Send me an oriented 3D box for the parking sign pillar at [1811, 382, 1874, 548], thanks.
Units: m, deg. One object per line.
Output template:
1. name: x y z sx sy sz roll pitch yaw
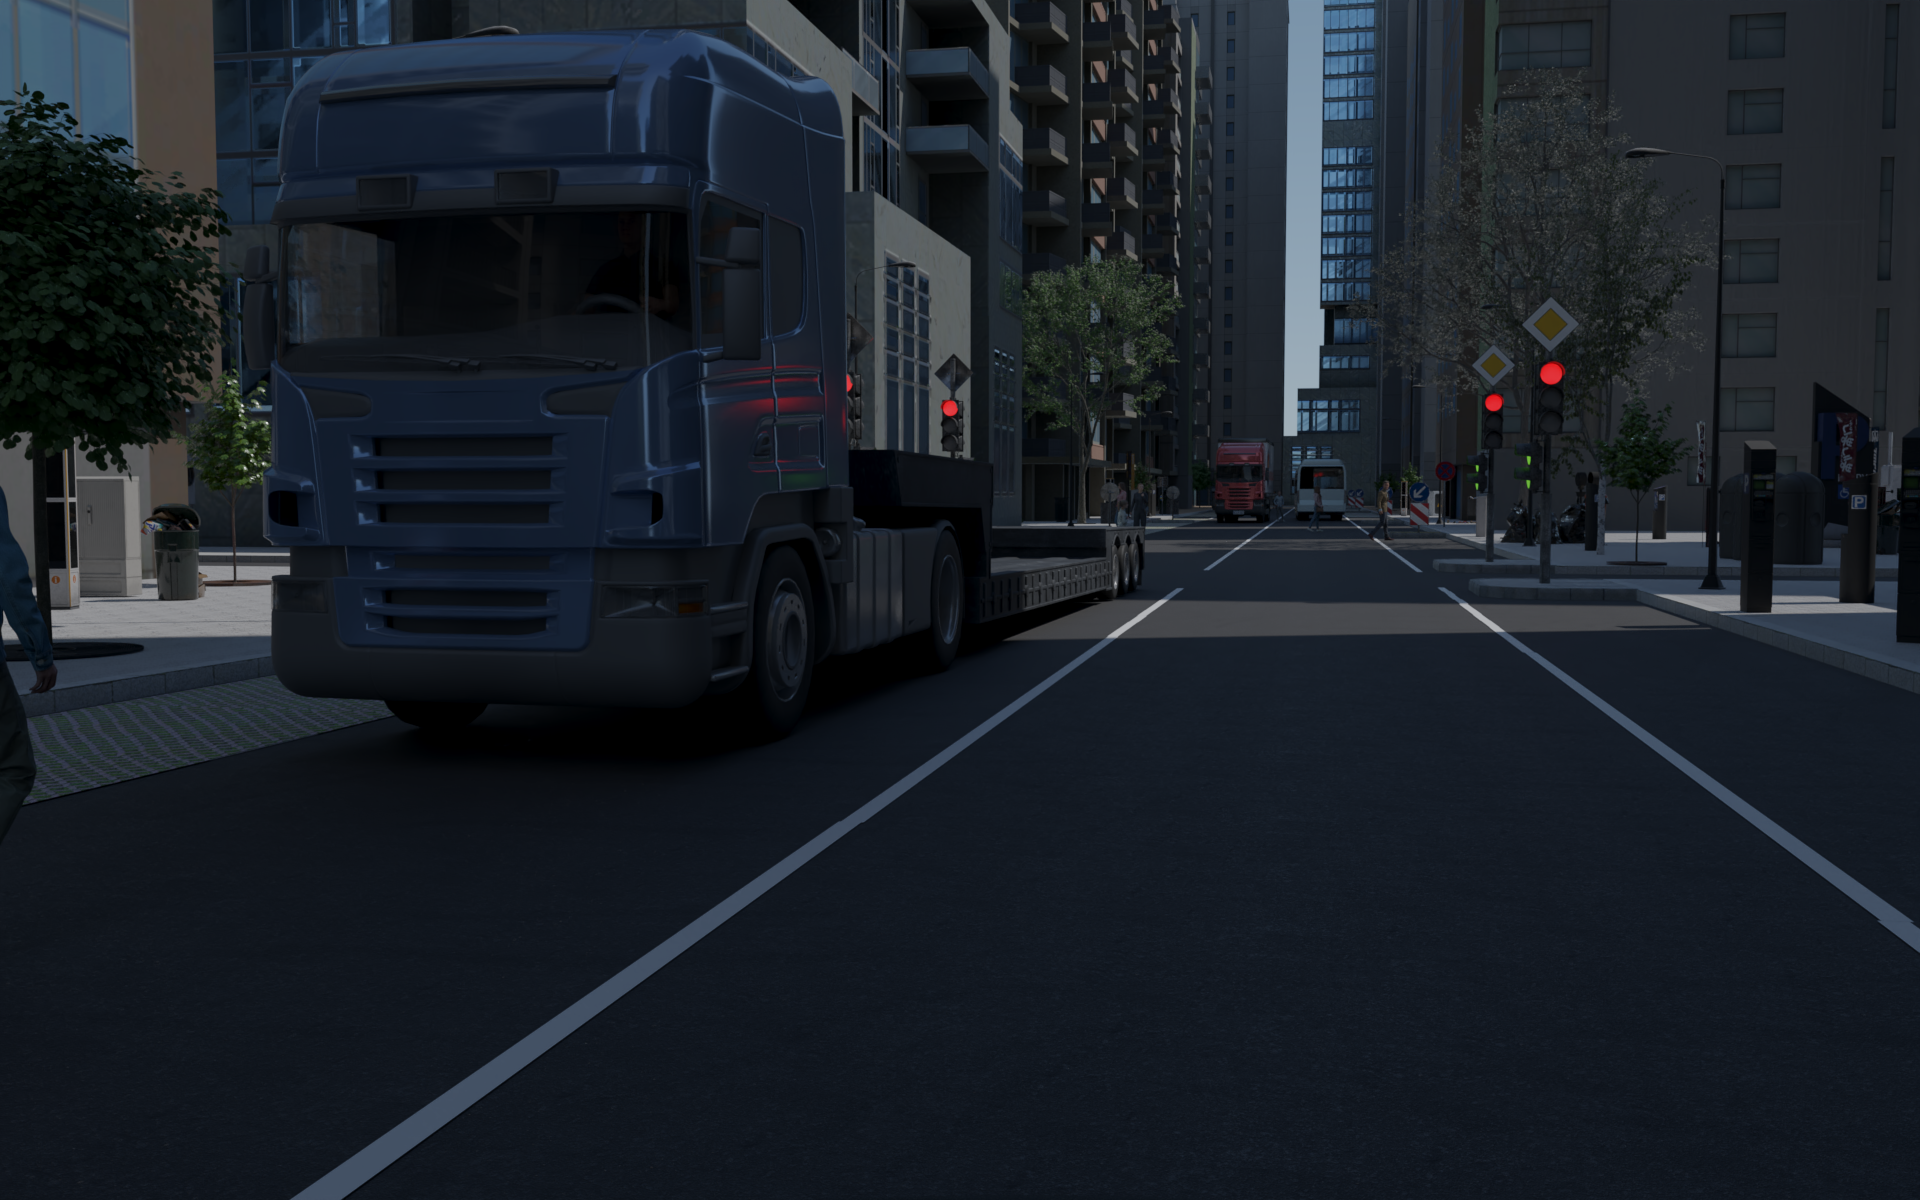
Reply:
1. parking sign pillar: 21.168 -3.247 41.560 1.447 3.967 1.447 0 4 3

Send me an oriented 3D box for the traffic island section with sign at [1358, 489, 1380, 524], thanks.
1. traffic island section with sign: 20.587 -4.631 84.350 1.989 1.847 2.006 1 4 12

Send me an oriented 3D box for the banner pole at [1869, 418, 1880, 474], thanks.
1. banner pole: 29.873 -4.084 56.786 0.401 3.779 0.863 0 4 -2

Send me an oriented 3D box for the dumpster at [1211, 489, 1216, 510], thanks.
1. dumpster: 20.701 -7.829 136.218 1.865 1.857 1.264 1 4 13

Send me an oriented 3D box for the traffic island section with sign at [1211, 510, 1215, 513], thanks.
1. traffic island section with sign: 20.548 -7.694 134.423 1.989 1.847 2.006 1 4 12

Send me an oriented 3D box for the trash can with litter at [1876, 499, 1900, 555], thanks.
1. trash can with litter: 19.338 -1.542 36.604 1.055 1.170 0.624 0 4 7

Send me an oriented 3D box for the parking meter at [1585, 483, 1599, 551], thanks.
1. parking meter: 14.339 -1.881 39.164 0.372 1.533 0.369 0 3 0

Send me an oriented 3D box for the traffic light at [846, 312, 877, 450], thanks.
1. traffic light: -1.722 -2.318 26.817 0.839 4.253 0.868 1 4 12

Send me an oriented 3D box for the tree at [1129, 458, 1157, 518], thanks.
1. tree: 9.748 -5.998 92.669 1.663 3.219 1.824 0 3 0

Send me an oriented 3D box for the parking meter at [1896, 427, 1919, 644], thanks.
1. parking meter: 8.288 -0.564 14.939 0.255 1.863 0.399 3 5 44

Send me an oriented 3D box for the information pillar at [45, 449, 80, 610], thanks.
1. information pillar: -9.997 -0.900 19.209 0.304 2.012 0.304 -1 4 -8

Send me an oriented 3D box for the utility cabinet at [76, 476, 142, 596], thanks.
1. utility cabinet: -10.884 -0.796 21.687 1.173 1.500 0.318 1 4 11

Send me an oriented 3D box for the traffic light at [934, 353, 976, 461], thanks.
1. traffic light: -0.123 -2.796 34.641 0.839 4.253 0.868 1 4 12

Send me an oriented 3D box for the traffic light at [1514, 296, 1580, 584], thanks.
1. traffic light: 8.385 -2.193 24.776 0.839 4.253 0.868 1 4 12

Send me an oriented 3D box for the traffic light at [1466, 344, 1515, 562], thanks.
1. traffic light: 9.983 -2.672 32.600 0.839 4.253 0.868 1 4 12

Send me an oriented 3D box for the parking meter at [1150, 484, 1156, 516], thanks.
1. parking meter: 11.175 -5.811 100.718 0.399 1.863 0.255 -3 5 -43

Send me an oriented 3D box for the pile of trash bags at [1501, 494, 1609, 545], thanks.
1. pile of trash bags: 15.554 -2.138 44.707 1.912 1.369 3.447 -1 4 -16

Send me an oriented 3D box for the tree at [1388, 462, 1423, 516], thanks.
1. tree: 26.851 -6.680 103.823 1.663 3.219 1.824 0 3 0

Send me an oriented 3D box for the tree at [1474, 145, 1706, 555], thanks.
1. tree: 13.382 -5.272 36.553 4.360 8.622 3.978 0 3 0

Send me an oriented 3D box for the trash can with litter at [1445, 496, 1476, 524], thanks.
1. trash can with litter: 22.102 -3.970 75.963 2.233 1.210 1.678 1 4 20

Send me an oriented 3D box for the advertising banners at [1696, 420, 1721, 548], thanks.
1. advertising banners: 18.158 -2.789 41.784 2.074 3.025 0.090 -3 5 -44

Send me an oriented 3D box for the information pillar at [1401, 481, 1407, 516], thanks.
1. information pillar: 25.854 -5.892 100.833 0.304 2.012 0.304 2 4 25

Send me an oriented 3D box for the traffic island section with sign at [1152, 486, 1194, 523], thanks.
1. traffic island section with sign: 10.563 -4.707 85.589 1.989 1.847 2.006 1 4 12

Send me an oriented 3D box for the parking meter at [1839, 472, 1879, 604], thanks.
1. parking meter: 10.597 -0.735 20.424 0.372 1.533 0.369 0 3 0

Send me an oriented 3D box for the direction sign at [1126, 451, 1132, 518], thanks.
1. direction sign: 8.878 -6.062 91.117 0.379 3.537 0.876 -1 4 -11

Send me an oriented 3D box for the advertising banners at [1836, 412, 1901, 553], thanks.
1. advertising banners: 19.732 -2.513 37.268 2.074 3.025 0.090 -1 4 -9

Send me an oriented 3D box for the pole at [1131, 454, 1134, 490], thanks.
1. pole: 8.736 -5.732 87.566 0.158 3.312 0.155 0 3 0

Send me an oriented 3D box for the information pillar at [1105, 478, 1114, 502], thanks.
1. information pillar: 6.956 -4.654 80.587 0.304 2.012 0.304 3 4 36

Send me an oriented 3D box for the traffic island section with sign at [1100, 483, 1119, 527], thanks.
1. traffic island section with sign: 5.102 -3.070 58.823 1.989 1.847 2.006 1 4 12

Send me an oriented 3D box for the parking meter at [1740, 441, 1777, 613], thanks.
1. parking meter: 8.661 -0.800 18.794 0.255 1.863 0.399 1 4 11

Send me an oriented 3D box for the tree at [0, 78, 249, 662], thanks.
1. tree: -7.286 -1.843 13.846 4.285 4.588 4.351 0 3 0

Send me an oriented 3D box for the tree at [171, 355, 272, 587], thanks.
1. tree: -10.167 -1.813 24.250 1.663 3.219 1.824 0 3 0

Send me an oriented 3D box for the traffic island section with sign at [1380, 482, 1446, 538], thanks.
1. traffic island section with sign: 15.195 -3.013 57.883 1.989 1.847 2.006 1 4 12

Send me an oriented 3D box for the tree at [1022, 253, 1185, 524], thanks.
1. tree: 5.379 -9.054 73.787 9.928 11.665 9.643 0 3 0

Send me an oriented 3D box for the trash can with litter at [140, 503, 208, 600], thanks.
1. trash can with litter: -9.578 -0.598 21.166 0.624 1.170 1.055 -1 4 -15

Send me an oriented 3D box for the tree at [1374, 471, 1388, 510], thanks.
1. tree: 33.059 -8.477 133.202 1.663 3.219 1.824 0 3 0

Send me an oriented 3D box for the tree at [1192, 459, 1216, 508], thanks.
1. tree: 21.690 -10.606 157.126 4.285 4.588 4.351 0 3 0

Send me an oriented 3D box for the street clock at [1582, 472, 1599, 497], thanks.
1. street clock: 20.461 -3.143 55.965 0.358 2.002 0.471 0 4 -3

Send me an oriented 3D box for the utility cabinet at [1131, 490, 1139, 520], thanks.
1. utility cabinet: 8.769 -4.753 86.389 0.318 1.500 1.173 1 4 17

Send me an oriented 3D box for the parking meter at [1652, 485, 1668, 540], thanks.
1. parking meter: 19.808 -2.484 49.020 0.372 1.533 0.369 0 3 0

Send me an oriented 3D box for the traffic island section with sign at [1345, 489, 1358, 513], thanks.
1. traffic island section with sign: 30.411 -7.573 132.451 1.989 1.847 2.006 1 4 12

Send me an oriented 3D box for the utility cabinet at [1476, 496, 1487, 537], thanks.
1. utility cabinet: 15.665 -2.502 52.066 0.306 1.237 1.020 1 4 18

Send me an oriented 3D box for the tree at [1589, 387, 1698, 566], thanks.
1. tree: 12.181 -2.250 31.395 1.663 3.219 1.824 0 3 0

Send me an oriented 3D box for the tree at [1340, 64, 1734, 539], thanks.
1. tree: 16.172 -8.478 48.992 12.009 13.543 11.850 0 3 0
